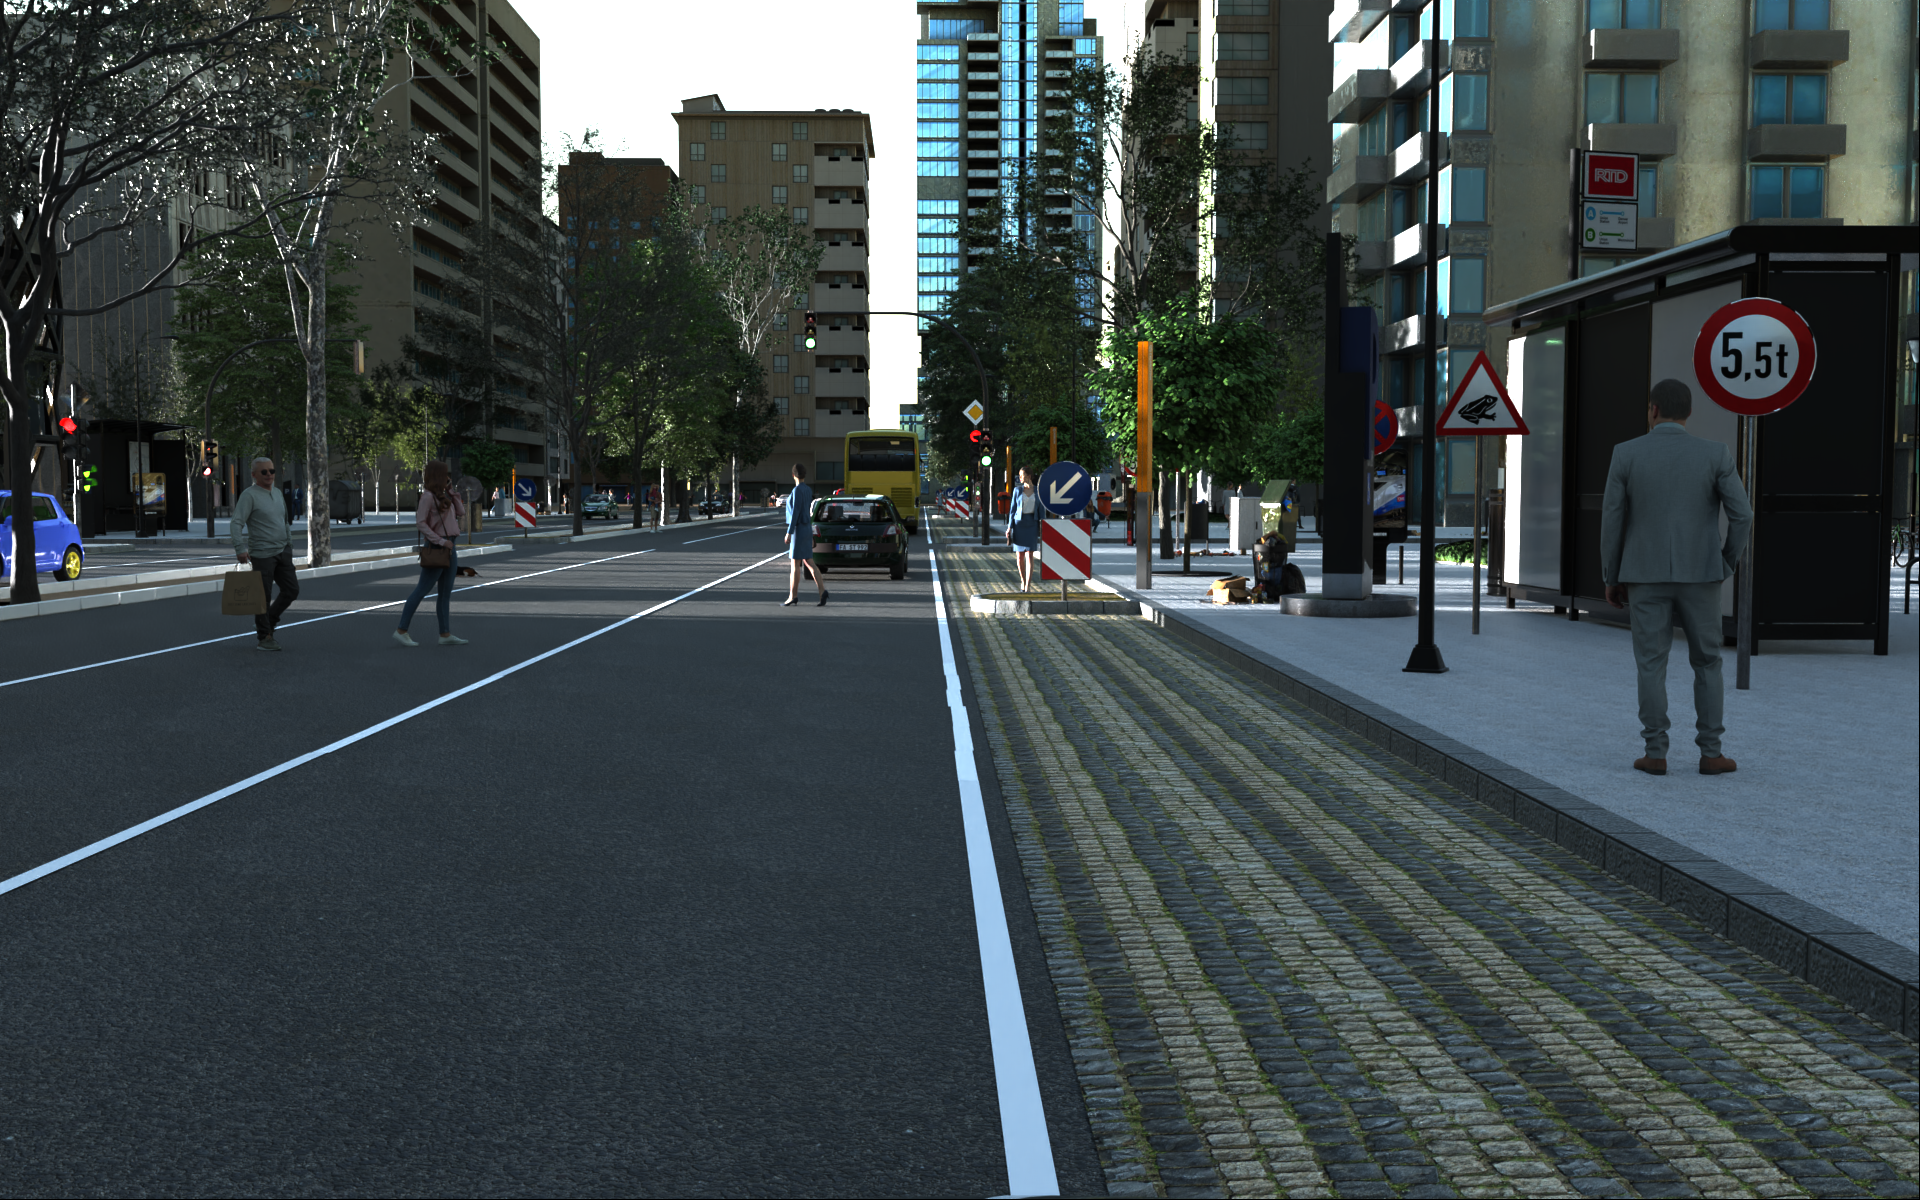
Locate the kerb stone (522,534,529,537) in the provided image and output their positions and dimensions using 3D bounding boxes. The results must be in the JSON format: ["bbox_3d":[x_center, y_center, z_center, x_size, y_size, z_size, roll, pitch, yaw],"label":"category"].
[{"bbox_3d":[-13.740,-1.957,54.223,0.120,0.150,1.000,0,4,-1],"label":"kerb stone"}]

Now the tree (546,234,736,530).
[{"bbox_3d":[-12.623,-8.546,67.947,9.928,11.665,9.643,0,3,0],"label":"tree"}]

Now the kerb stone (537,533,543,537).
[{"bbox_3d":[-13.790,-2.083,56.272,0.120,0.150,1.000,0,4,-1],"label":"kerb stone"}]

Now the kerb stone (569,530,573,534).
[{"bbox_3d":[-13.895,-2.398,61.396,0.120,0.150,1.000,0,4,-1],"label":"kerb stone"}]

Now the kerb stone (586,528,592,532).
[{"bbox_3d":[-13.964,-2.579,64.472,0.120,0.150,1.000,0,4,-1],"label":"kerb stone"}]

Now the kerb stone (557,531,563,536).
[{"bbox_3d":[-13.858,-2.272,59.346,0.120,0.150,1.000,0,4,-1],"label":"kerb stone"}]

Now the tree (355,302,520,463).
[{"bbox_3d":[-25.631,-9.213,85.044,8.767,10.594,7.601,0,4,-4],"label":"tree"}]

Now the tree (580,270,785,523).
[{"bbox_3d":[-13.634,-10.144,85.319,9.611,12.733,9.660,0,3,0],"label":"tree"}]

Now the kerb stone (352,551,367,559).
[{"bbox_3d":[-13.398,-0.982,38.302,0.120,0.150,1.000,0,4,-1],"label":"kerb stone"}]

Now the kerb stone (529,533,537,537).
[{"bbox_3d":[-13.760,-2.021,55.245,0.120,0.150,1.000,0,4,-1],"label":"kerb stone"}]

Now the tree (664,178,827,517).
[{"bbox_3d":[-14.682,-15.042,104.290,12.611,20.169,13.585,0,3,0],"label":"tree"}]

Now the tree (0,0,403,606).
[{"bbox_3d":[-11.944,-6.656,21.646,12.009,13.543,11.850,0,3,0],"label":"tree"}]

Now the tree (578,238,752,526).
[{"bbox_3d":[-13.154,-9.548,76.699,7.486,12.596,7.792,0,3,0],"label":"tree"}]

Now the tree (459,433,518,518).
[{"bbox_3d":[-25.548,-6.726,93.676,4.285,4.588,4.351,0,3,0],"label":"tree"}]

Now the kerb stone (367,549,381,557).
[{"bbox_3d":[-13.421,-1.048,39.323,0.120,0.150,1.000,0,4,-1],"label":"kerb stone"}]

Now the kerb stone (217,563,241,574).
[{"bbox_3d":[-13.231,-0.546,31.125,0.120,0.150,1.000,0,4,-1],"label":"kerb stone"}]

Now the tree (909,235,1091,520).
[{"bbox_3d":[1.903,-11.004,86.573,9.857,13.997,8.962,0,3,0],"label":"tree"}]

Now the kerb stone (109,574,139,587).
[{"bbox_3d":[-13.150,-0.296,27.036,0.120,0.150,1.000,0,4,-1],"label":"kerb stone"}]

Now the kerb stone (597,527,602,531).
[{"bbox_3d":[-14.016,-2.711,66.521,0.120,0.150,1.000,0,4,-1],"label":"kerb stone"}]

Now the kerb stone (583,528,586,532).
[{"bbox_3d":[-13.944,-2.521,63.450,0.120,0.150,1.000,0,4,-1],"label":"kerb stone"}]

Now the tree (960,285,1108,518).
[{"bbox_3d":[3.091,-6.685,59.658,4.737,8.622,4.395,0,3,0],"label":"tree"}]

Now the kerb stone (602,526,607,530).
[{"bbox_3d":[-14.036,-2.774,67.550,0.120,0.150,1.000,0,4,-1],"label":"kerb stone"}]

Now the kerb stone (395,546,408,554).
[{"bbox_3d":[-13.461,-1.165,41.371,0.120,0.150,1.000,0,4,-1],"label":"kerb stone"}]

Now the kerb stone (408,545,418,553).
[{"bbox_3d":[-13.481,-1.234,42.395,0.120,0.150,1.000,0,4,-1],"label":"kerb stone"}]

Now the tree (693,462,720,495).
[{"bbox_3d":[-28.276,-14.826,192.766,4.360,8.622,3.978,0,3,0],"label":"tree"}]

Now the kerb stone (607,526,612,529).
[{"bbox_3d":[-14.049,-2.836,68.572,0.120,0.150,1.000,0,4,-1],"label":"kerb stone"}]

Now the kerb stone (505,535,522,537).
[{"bbox_3d":[-13.718,-1.893,53.198,0.120,0.150,1.000,0,4,-1],"label":"kerb stone"}]

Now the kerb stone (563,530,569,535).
[{"bbox_3d":[-13.883,-2.335,60.370,0.120,0.150,1.000,0,4,-1],"label":"kerb stone"}]

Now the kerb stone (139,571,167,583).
[{"bbox_3d":[-13.169,-0.359,28.060,0.120,0.150,1.000,0,4,-1],"label":"kerb stone"}]

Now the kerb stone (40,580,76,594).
[{"bbox_3d":[-13.106,-0.171,24.992,0.120,0.150,1.000,0,4,-1],"label":"kerb stone"}]

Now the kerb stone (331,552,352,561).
[{"bbox_3d":[-13.374,-0.923,37.280,0.120,0.150,1.000,0,4,-1],"label":"kerb stone"}]

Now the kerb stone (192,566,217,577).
[{"bbox_3d":[-13.216,-0.484,30.103,0.120,0.150,1.000,0,4,-1],"label":"kerb stone"}]

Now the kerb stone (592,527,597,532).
[{"bbox_3d":[-13.992,-2.648,65.494,0.120,0.150,1.000,0,4,-1],"label":"kerb stone"}]

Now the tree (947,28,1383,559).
[{"bbox_3d":[4.088,-6.106,34.240,8.767,10.594,7.601,0,4,-5],"label":"tree"}]

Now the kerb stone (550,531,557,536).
[{"bbox_3d":[-13.835,-2.209,58.316,0.120,0.150,1.000,0,4,-1],"label":"kerb stone"}]

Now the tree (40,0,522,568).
[{"bbox_3d":[-13.652,-10.731,33.796,12.611,20.169,13.585,0,3,0],"label":"tree"}]

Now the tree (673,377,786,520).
[{"bbox_3d":[-13.587,-9.636,94.417,8.767,10.594,7.601,0,4,-1],"label":"tree"}]

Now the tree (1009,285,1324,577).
[{"bbox_3d":[3.544,-2.670,27.372,4.285,4.588,4.351,0,3,0],"label":"tree"}]

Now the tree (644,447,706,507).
[{"bbox_3d":[-27.590,-15.917,166.895,9.857,13.997,8.962,0,3,0],"label":"tree"}]

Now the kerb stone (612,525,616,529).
[{"bbox_3d":[-14.078,-2.899,69.594,0.120,0.150,1.000,0,4,-1],"label":"kerb stone"}]

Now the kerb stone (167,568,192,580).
[{"bbox_3d":[-13.204,-0.421,29.081,0.120,0.150,1.000,0,4,-1],"label":"kerb stone"}]

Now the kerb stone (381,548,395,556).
[{"bbox_3d":[-13.443,-1.110,40.345,0.120,0.150,1.000,0,4,-1],"label":"kerb stone"}]

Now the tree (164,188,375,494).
[{"bbox_3d":[-25.542,-8.935,64.216,7.486,12.596,7.792,0,3,0],"label":"tree"}]

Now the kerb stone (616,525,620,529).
[{"bbox_3d":[-14.097,-2.962,70.619,0.120,0.150,1.000,0,4,-1],"label":"kerb stone"}]

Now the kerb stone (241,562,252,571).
[{"bbox_3d":[-13.255,-0.609,32.157,0.120,0.150,1.000,0,4,-1],"label":"kerb stone"}]

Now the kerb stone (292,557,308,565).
[{"bbox_3d":[-13.334,-0.797,35.233,0.120,0.150,1.000,0,4,-1],"label":"kerb stone"}]

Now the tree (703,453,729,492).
[{"bbox_3d":[-28.186,-15.211,199.060,4.737,8.622,4.395,0,3,0],"label":"tree"}]

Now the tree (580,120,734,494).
[{"bbox_3d":[-12.623,-8.808,56.839,12.009,13.543,11.850,0,3,0],"label":"tree"}]

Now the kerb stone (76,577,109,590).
[{"bbox_3d":[-13.124,-0.234,26.014,0.120,0.150,1.000,0,4,-1],"label":"kerb stone"}]

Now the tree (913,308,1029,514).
[{"bbox_3d":[2.024,-12.344,112.200,12.009,13.543,11.850,0,3,0],"label":"tree"}]

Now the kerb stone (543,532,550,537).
[{"bbox_3d":[-13.802,-2.146,57.294,0.120,0.150,1.000,0,4,-1],"label":"kerb stone"}]
